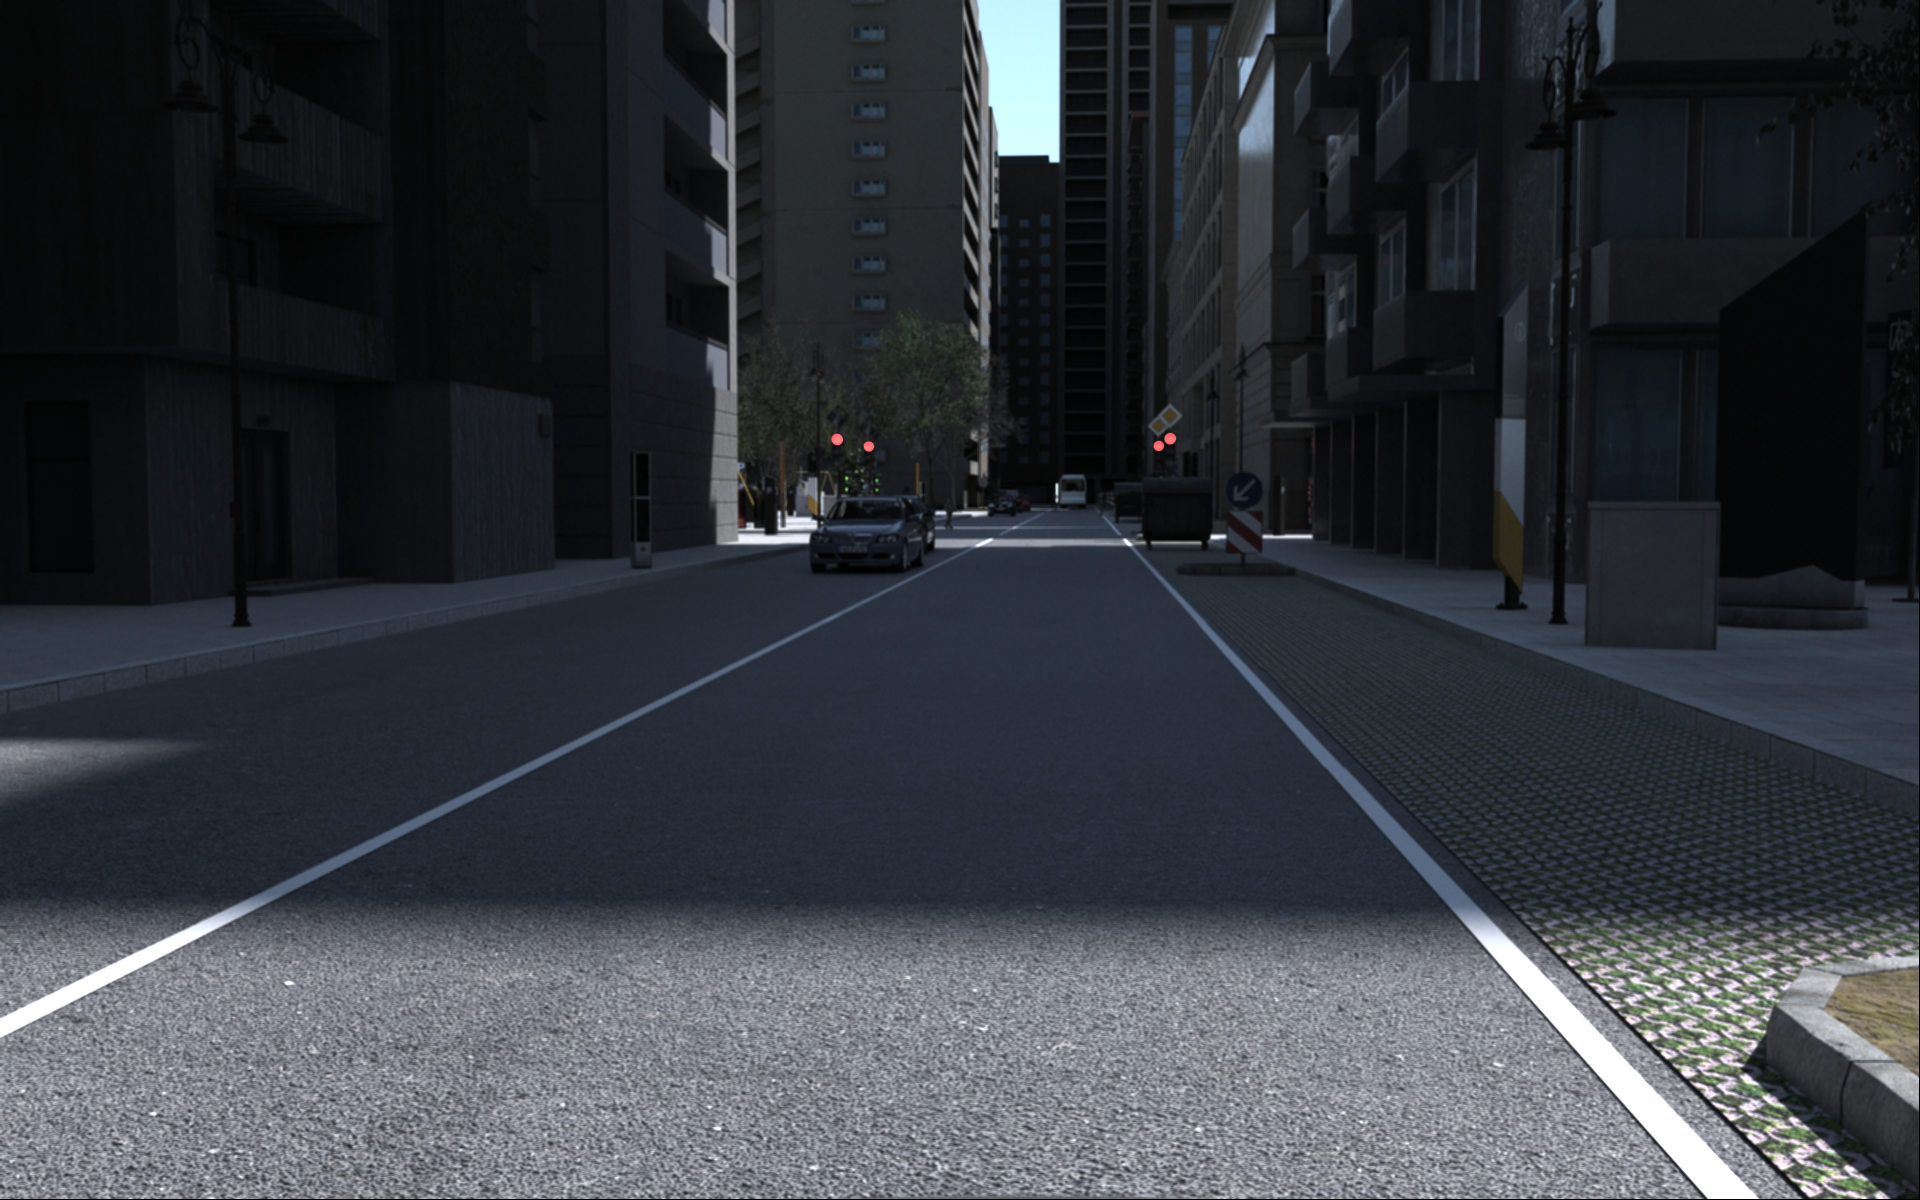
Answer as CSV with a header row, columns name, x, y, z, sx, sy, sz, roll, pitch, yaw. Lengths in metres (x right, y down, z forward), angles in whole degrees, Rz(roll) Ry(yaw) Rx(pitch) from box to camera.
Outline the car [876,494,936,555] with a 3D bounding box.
name,x,y,z,sx,sy,sz,roll,pitch,yaw
car,-1.622,-1.882,42.568,2.131,1.459,4.920,0,4,3

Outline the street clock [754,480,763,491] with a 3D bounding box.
name,x,y,z,sx,sy,sz,roll,pitch,yaw
street clock,-10.442,-5.229,90.063,0.471,2.002,0.358,2,4,35

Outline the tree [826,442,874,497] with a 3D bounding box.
name,x,y,z,sx,sy,sz,roll,pitch,yaw
tree,-4.012,-4.253,64.131,1.663,3.219,1.824,0,3,0

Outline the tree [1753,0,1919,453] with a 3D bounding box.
name,x,y,z,sx,sy,sz,roll,pitch,yaw
tree,6.621,-3.706,10.950,4.360,8.622,3.978,0,3,0

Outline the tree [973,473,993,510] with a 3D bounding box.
name,x,y,z,sx,sy,sz,roll,pitch,yaw
tree,2.092,-9.108,143.518,1.663,3.219,1.824,0,3,0

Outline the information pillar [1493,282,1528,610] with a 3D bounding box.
name,x,y,z,sx,sy,sz,roll,pitch,yaw
information pillar,6.087,-1.699,19.138,0.504,3.616,0.183,-3,5,-40

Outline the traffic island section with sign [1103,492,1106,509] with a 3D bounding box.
name,x,y,z,sx,sy,sz,roll,pitch,yaw
traffic island section with sign,16.235,-11.154,190.995,1.989,1.847,2.006,0,4,4

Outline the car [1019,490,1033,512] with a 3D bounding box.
name,x,y,z,sx,sy,sz,roll,pitch,yaw
car,4.806,-8.021,140.191,2.155,1.783,4.494,0,4,2

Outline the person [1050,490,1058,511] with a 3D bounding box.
name,x,y,z,sx,sy,sz,roll,pitch,yaw
person,7.958,-8.363,145.685,0.683,1.767,0.568,-3,5,-39

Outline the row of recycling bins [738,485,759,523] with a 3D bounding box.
name,x,y,z,sx,sy,sz,roll,pitch,yaw
row of recycling bins,-10.571,-4.378,78.696,3.534,1.692,1.069,2,4,31

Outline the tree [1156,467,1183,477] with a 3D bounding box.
name,x,y,z,sx,sy,sz,roll,pitch,yaw
tree,11.813,-6.290,97.435,1.663,3.219,1.824,0,3,0

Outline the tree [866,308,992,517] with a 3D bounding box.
name,x,y,z,sx,sy,sz,roll,pitch,yaw
tree,-1.768,-10.514,97.652,9.928,11.665,9.643,0,3,0

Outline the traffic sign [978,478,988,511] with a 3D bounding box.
name,x,y,z,sx,sy,sz,roll,pitch,yaw
traffic sign,1.781,-8.226,134.597,0.768,2.556,0.104,1,4,14

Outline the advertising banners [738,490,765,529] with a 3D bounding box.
name,x,y,z,sx,sy,sz,roll,pitch,yaw
advertising banners,-8.158,-4.167,64.317,2.074,3.025,0.090,-1,4,-14

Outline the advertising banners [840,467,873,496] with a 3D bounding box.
name,x,y,z,sx,sy,sz,roll,pitch,yaw
advertising banners,-4.915,-5.158,80.514,2.074,3.025,0.090,2,4,31

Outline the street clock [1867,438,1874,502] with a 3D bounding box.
name,x,y,z,sx,sy,sz,roll,pitch,yaw
street clock,9.832,-0.885,19.034,0.358,2.002,0.471,2,4,23

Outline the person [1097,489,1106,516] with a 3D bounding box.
name,x,y,z,sx,sy,sz,roll,pitch,yaw
person,9.264,-6.403,113.442,0.600,1.795,0.529,1,4,13

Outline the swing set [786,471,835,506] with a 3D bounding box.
name,x,y,z,sx,sy,sz,roll,pitch,yaw
swing set,-10.399,-7.521,120.582,3.119,2.851,2.862,2,4,34

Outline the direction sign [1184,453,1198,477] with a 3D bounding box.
name,x,y,z,sx,sy,sz,roll,pitch,yaw
direction sign,12.599,-6.277,94.627,0.876,3.537,0.379,-2,4,-24

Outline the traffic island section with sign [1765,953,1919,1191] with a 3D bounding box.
name,x,y,z,sx,sy,sz,roll,pitch,yaw
traffic island section with sign,2.978,0.296,3.791,1.989,1.847,2.006,0,4,4

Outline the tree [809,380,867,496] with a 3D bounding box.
name,x,y,z,sx,sy,sz,roll,pitch,yaw
tree,-7.715,-9.782,110.290,4.737,8.622,4.395,0,3,0

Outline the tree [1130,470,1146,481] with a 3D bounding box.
name,x,y,z,sx,sy,sz,roll,pitch,yaw
tree,14.637,-8.796,138.421,1.663,3.219,1.824,0,3,0

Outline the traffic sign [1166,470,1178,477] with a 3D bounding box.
name,x,y,z,sx,sy,sz,roll,pitch,yaw
traffic sign,10.555,-5.312,86.959,0.768,2.556,0.104,1,4,10

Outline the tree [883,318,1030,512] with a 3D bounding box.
name,x,y,z,sx,sy,sz,roll,pitch,yaw
tree,-0.519,-12.947,122.059,12.009,13.543,11.850,0,3,0

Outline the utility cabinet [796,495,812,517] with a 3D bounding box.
name,x,y,z,sx,sy,sz,roll,pitch,yaw
utility cabinet,-8.769,-5.294,97.726,1.020,1.237,0.306,1,4,22

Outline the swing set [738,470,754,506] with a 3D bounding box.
name,x,y,z,sx,sy,sz,roll,pitch,yaw
swing set,-10.457,-4.768,75.577,2.862,2.851,3.119,1,4,11

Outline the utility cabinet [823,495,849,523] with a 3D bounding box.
name,x,y,z,sx,sy,sz,roll,pitch,yaw
utility cabinet,-5.131,-3.699,71.638,1.020,1.237,0.306,0,4,2

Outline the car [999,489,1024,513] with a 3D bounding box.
name,x,y,z,sx,sy,sz,roll,pitch,yaw
car,3.805,-7.635,133.499,2.281,1.827,5.304,0,4,4

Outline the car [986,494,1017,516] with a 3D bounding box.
name,x,y,z,sx,sy,sz,roll,pitch,yaw
car,2.715,-6.258,112.110,2.009,1.686,4.222,0,4,4

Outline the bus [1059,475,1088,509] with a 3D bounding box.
name,x,y,z,sx,sy,sz,roll,pitch,yaw
bus,11.376,-10.934,173.625,2.948,3.499,13.247,0,4,4

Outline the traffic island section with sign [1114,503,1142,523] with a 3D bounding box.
name,x,y,z,sx,sy,sz,roll,pitch,yaw
traffic island section with sign,8.836,-4.761,86.478,1.989,1.847,2.006,0,4,4

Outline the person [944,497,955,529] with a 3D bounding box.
name,x,y,z,sx,sy,sz,roll,pitch,yaw
person,-0.429,-3.552,70.848,0.475,1.303,0.640,-3,5,-41

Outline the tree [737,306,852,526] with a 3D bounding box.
name,x,y,z,sx,sy,sz,roll,pitch,yaw
tree,-6.763,-7.238,68.706,4.360,8.622,3.978,0,3,0

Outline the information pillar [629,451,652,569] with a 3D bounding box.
name,x,y,z,sx,sy,sz,roll,pitch,yaw
information pillar,-5.502,-1.551,29.848,0.304,2.012,0.304,-2,4,-24

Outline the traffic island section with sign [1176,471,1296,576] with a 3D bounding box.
name,x,y,z,sx,sy,sz,roll,pitch,yaw
traffic island section with sign,4.899,-1.366,30.968,1.989,1.847,2.006,0,4,4

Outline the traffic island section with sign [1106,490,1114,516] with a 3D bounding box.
name,x,y,z,sx,sy,sz,roll,pitch,yaw
traffic island section with sign,10.741,-6.406,113.366,1.989,1.847,2.006,0,4,4

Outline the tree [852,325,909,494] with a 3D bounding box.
name,x,y,z,sx,sy,sz,roll,pitch,yaw
tree,-4.024,-7.683,75.974,4.360,8.622,3.978,0,3,0

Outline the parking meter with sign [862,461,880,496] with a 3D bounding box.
name,x,y,z,sx,sy,sz,roll,pitch,yaw
parking meter with sign,-4.813,-5.716,89.716,0.543,3.016,1.738,1,4,17

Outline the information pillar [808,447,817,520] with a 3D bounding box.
name,x,y,z,sx,sy,sz,roll,pitch,yaw
information pillar,-7.302,-5.783,85.899,0.504,3.616,0.183,1,4,22

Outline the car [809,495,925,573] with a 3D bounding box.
name,x,y,z,sx,sy,sz,roll,pitch,yaw
car,-1.712,-1.295,33.178,2.014,1.417,4.499,0,4,5

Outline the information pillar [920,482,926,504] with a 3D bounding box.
name,x,y,z,sx,sy,sz,roll,pitch,yaw
information pillar,-2.314,-6.316,107.758,0.304,2.012,0.304,-1,4,-21

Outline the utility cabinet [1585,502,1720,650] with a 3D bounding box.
name,x,y,z,sx,sy,sz,roll,pitch,yaw
utility cabinet,5.797,-0.205,14.509,1.020,1.237,0.306,2,4,24

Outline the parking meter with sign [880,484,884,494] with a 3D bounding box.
name,x,y,z,sx,sy,sz,roll,pitch,yaw
parking meter with sign,-6.161,-8.316,132.219,1.738,3.016,0.543,-1,4,-20

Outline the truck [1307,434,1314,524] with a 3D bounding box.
name,x,y,z,sx,sy,sz,roll,pitch,yaw
truck,16.625,-4.182,57.288,11.283,4.237,2.839,0,4,6

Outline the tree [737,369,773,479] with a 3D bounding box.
name,x,y,z,sx,sy,sz,roll,pitch,yaw
tree,-12.665,-9.041,98.181,4.737,8.622,4.395,0,3,0
